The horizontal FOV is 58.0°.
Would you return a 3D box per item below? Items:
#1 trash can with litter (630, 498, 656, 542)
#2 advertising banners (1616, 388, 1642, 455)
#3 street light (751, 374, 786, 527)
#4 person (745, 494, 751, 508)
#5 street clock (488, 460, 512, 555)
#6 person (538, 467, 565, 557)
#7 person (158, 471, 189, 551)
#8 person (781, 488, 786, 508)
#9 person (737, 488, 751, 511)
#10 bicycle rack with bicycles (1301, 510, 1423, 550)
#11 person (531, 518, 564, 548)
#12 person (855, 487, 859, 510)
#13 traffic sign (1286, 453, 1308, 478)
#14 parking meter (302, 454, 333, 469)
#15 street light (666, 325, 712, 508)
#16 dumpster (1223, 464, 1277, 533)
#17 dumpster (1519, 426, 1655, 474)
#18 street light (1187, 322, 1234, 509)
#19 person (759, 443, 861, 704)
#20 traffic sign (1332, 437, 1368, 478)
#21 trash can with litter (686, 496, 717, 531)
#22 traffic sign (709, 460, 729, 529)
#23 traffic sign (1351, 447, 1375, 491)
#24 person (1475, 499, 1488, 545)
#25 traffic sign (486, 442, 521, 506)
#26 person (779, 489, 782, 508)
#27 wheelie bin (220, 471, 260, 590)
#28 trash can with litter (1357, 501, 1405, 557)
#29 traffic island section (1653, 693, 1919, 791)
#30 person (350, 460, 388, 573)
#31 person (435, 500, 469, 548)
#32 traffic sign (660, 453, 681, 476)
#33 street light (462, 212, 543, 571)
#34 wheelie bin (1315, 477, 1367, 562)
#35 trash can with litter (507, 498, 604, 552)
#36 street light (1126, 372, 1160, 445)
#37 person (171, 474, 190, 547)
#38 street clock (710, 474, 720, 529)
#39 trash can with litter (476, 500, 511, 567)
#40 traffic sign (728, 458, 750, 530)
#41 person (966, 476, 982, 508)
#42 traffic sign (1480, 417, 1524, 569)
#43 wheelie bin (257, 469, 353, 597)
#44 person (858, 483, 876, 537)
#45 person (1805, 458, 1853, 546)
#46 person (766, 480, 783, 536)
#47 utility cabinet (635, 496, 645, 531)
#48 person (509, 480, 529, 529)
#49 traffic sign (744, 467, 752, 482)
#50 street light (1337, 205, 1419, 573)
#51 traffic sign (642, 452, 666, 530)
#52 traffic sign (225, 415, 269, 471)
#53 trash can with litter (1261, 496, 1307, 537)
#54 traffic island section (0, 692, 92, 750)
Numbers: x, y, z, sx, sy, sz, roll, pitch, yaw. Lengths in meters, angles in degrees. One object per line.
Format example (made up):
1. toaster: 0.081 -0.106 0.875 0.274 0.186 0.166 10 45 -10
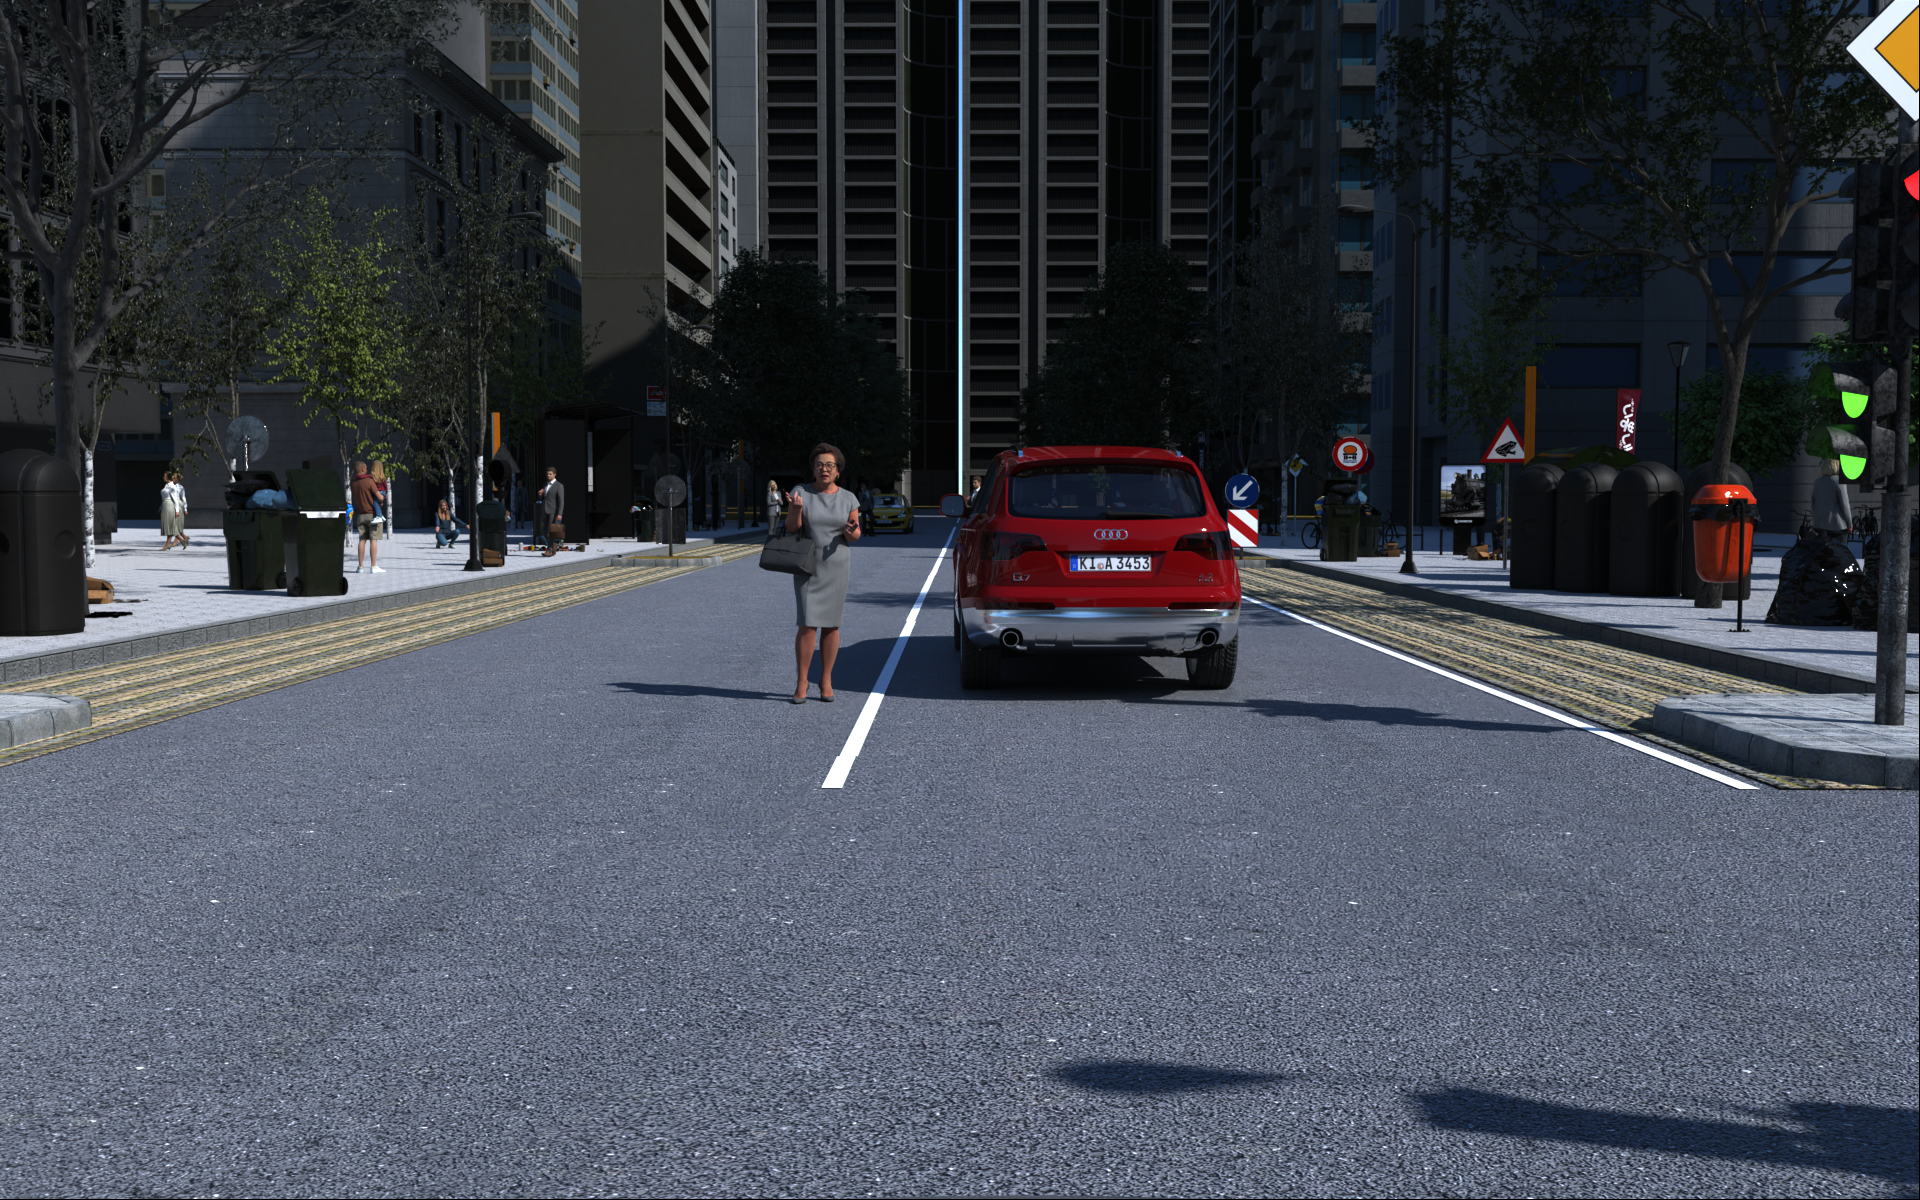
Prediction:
1. trash can with litter: -8.427 -2.141 46.390 0.624 1.170 1.055 0 4 2
2. advertising banners: 10.336 -1.970 28.400 2.074 3.025 0.090 -1 4 -21
3. street light: -7.402 -5.770 66.881 1.470 5.913 1.316 0 4 0
4. person: -19.860 -9.424 159.761 1.348 1.869 0.705 -3 5 -39
5. street clock: -9.689 -1.953 36.507 0.471 2.002 0.358 2 4 27
6. person: -8.337 -1.798 35.399 0.622 1.834 0.822 1 4 18
7. person: -17.843 -2.017 39.243 0.641 1.798 0.478 -2 4 -30
8. person: -15.864 -9.148 155.622 0.705 1.822 1.348 -2 4 -30
9. person: -16.445 -7.668 132.134 1.217 1.743 0.721 -3 5 -41
10. bicycle rack with bicycles: 9.332 -1.653 40.415 2.925 0.926 2.852 -1 4 -15
11. person: -9.695 -1.779 40.629 0.738 1.151 1.012 1 4 13
12. person: -8.377 -8.214 140.361 0.705 1.821 1.348 1 4 19
13. traffic sign: 10.613 -3.362 54.708 0.795 2.593 0.064 0 4 7
14. parking meter: -9.430 -1.206 25.430 0.399 1.863 0.255 -3 5 -43
15. street light: -7.531 -4.603 47.795 1.470 5.913 1.316 0 4 0
16. dumpster: 9.452 -3.303 56.491 1.502 2.255 1.985 0 4 0
17. dumpster: 9.282 -1.425 25.799 1.502 2.255 1.985 0 4 0
18. street light: 6.826 -4.551 46.943 1.470 5.913 1.316 0 4 0
19. person: -1.014 -0.184 11.862 0.716 1.782 0.532 -1 4 -14
20. traffic sign: 8.673 -2.354 38.588 0.768 2.556 0.104 0 4 6
21. trash can with litter: -8.976 -3.023 60.485 1.678 1.210 2.233 1 4 13
22. traffic sign: -8.867 -3.901 63.887 0.768 2.556 0.104 0 4 3
23. traffic sign: 10.563 -2.795 45.806 0.768 2.556 0.104 0 4 4
24. person: 12.595 -2.214 42.639 0.661 1.777 0.834 -1 4 -17
25. traffic sign: -11.367 -2.635 43.093 0.884 2.594 0.081 0 4 6
26. person: -16.569 -9.395 160.382 1.217 1.736 0.721 -3 4 -39
27. wheelie bin: -9.443 -0.939 23.256 0.980 1.594 0.693 1 4 16
28. trash can with litter: 8.492 -1.465 35.348 1.055 1.170 0.624 -1 4 -18
29. traffic island section: 5.206 0.772 9.661 2.009 0.180 2.903 0 4 0
30. person: -9.583 -1.355 28.165 0.580 1.828 0.573 -2 4 -30
31. person: -12.002 -1.790 40.813 1.012 1.151 0.738 -3 4 -38
32. traffic sign: -9.032 -3.278 53.697 0.768 2.556 0.104 0 4 5
33. street light: -7.579 -3.435 28.710 1.470 5.913 1.316 0 4 0
34. wheelie bin: 7.275 -1.534 32.984 0.980 1.594 0.693 0 4 -3
35. trash can with litter: -9.070 -1.697 38.798 2.233 1.210 1.678 1 4 22
36. street light: 6.992 -5.705 65.817 1.470 5.913 1.316 0 4 0
37. person: -18.932 -2.182 41.939 0.478 1.798 0.641 2 4 33
38. street clock: -8.984 -3.605 63.513 0.358 2.002 0.471 0 4 -3
39. trash can with litter: -8.262 -1.186 30.784 0.624 1.170 1.055 -1 4 -19
40. traffic sign: -7.907 -3.781 61.930 0.768 2.556 0.104 0 4 5
41. person: 0.400 -1.839 38.532 0.622 1.834 0.822 3 5 43
42. traffic sign: 9.273 -1.798 29.406 0.884 2.594 0.081 1 4 9
43. wheelie bin: -8.190 -0.853 21.851 0.980 1.594 0.693 -3 5 -42
44. person: -3.136 -3.050 58.544 0.592 1.802 0.473 -1 4 -8
45. person: 11.338 -1.008 22.712 0.728 1.800 0.709 -1 4 -20
46. person: -4.968 -2.326 46.707 0.537 1.800 0.526 -3 5 -41
47. utility cabinet: -11.329 -2.963 59.614 0.306 1.237 1.020 3 5 42
48. person: -16.308 -3.542 64.054 0.694 1.812 0.767 -1 4 -16
49. traffic sign: -8.960 -4.353 71.284 0.768 2.556 0.104 0 4 1
50. street light: 6.754 -3.391 27.978 1.470 5.913 1.316 0 4 0
51. traffic sign: -9.374 -3.267 53.418 0.884 2.594 0.081 0 4 7
52. traffic sign: -11.487 -1.699 27.886 0.768 2.556 0.104 1 4 9
53. trash can with litter: 9.857 -2.591 53.422 1.678 1.210 2.233 1 4 10
54. traffic island section: -6.335 0.767 9.737 2.009 0.180 2.903 0 4 0
